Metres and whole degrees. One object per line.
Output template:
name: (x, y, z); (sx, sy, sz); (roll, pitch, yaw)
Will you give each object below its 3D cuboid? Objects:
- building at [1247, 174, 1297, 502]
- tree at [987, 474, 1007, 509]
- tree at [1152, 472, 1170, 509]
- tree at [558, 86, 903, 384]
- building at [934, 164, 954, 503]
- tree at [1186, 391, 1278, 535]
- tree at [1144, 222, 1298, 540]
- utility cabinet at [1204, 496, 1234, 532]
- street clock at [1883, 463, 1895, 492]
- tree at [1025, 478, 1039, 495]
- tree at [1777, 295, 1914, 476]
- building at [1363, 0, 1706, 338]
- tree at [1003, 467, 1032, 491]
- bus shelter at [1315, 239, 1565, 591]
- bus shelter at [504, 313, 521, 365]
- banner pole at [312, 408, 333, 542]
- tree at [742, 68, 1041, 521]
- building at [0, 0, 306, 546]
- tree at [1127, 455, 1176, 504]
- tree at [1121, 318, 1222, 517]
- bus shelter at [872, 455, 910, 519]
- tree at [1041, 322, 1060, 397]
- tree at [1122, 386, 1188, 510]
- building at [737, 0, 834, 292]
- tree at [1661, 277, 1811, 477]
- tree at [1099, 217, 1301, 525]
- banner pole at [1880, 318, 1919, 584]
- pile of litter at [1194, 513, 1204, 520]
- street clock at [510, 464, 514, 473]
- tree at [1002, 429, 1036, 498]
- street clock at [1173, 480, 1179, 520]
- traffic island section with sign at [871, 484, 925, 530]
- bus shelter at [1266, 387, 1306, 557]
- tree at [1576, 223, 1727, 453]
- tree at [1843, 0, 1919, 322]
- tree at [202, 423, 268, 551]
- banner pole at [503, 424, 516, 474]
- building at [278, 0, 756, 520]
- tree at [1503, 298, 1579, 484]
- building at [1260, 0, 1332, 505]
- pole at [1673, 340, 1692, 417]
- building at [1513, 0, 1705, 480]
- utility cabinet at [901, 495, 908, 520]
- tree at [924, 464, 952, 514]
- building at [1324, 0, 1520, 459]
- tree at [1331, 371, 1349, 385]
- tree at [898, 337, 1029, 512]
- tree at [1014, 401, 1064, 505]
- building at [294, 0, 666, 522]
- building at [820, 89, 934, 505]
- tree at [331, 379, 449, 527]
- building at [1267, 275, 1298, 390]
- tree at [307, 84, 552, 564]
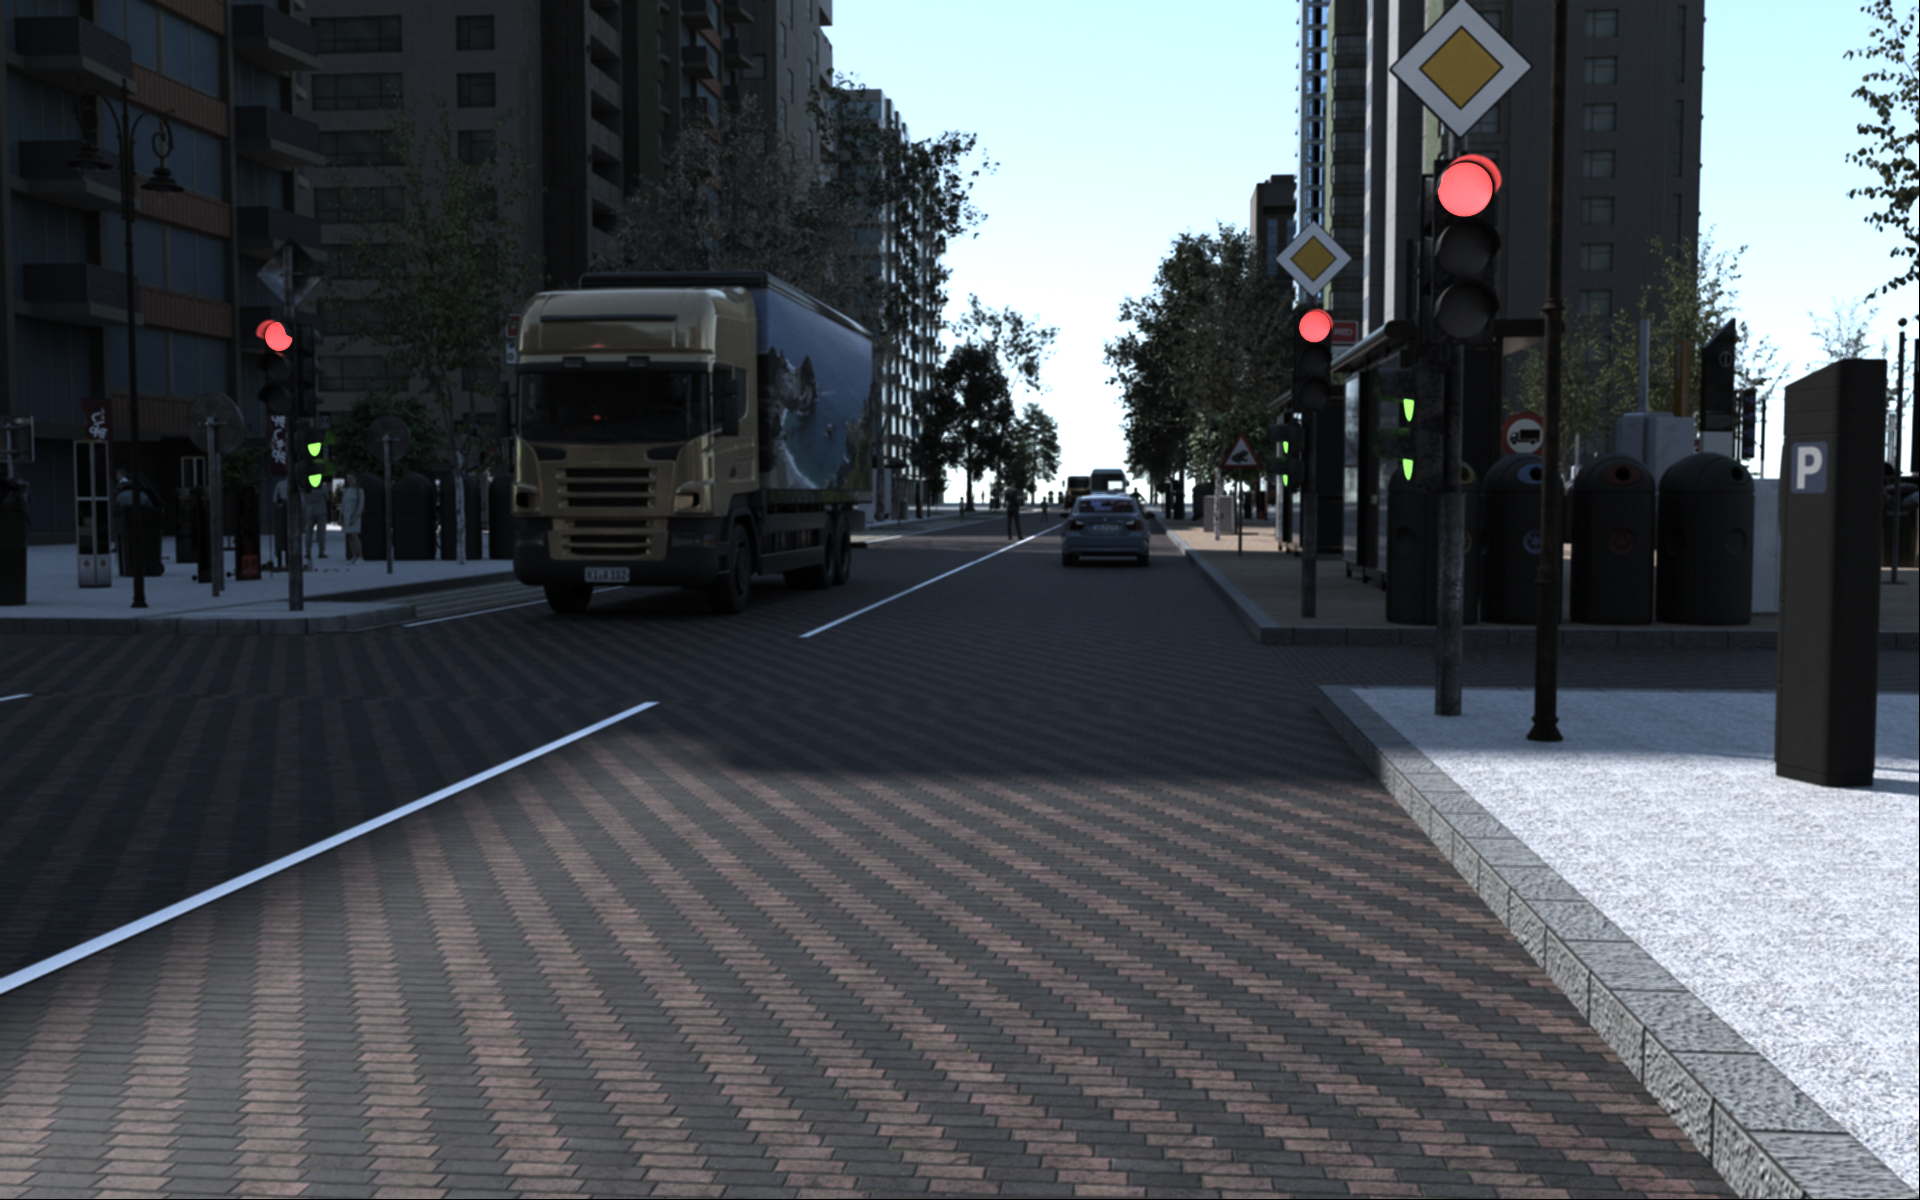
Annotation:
building: (47.705, -36.194, 241.879); (14.600, 45.320, 14.200); (0, 4, 6)
tree: (3.358, -9.376, 147.903); (1.663, 3.219, 1.824); (0, 3, 0)
tree: (17.480, -9.477, 149.542); (1.663, 3.219, 1.824); (0, 3, 0)
tree: (-6.978, -8.715, 52.862); (12.009, 13.543, 11.850); (0, 3, 0)
building: (-13.512, -37.838, 238.261); (23.786, 49.044, 30.456); (0, 4, 6)
tree: (8.807, -4.365, 55.084); (4.285, 4.588, 4.351); (0, 3, 0)
tree: (7.327, -5.976, 48.067); (4.360, 8.622, 3.978); (0, 3, 0)
utility cabinet: (8.699, -2.877, 58.194); (1.020, 1.237, 0.306); (3, 4, 36)
street clock: (21.173, -2.156, 39.821); (0.471, 2.002, 0.358); (1, 4, 14)
tree: (8.141, -12.287, 195.493); (1.663, 3.219, 1.824); (0, 3, 0)
tree: (32.940, -6.927, 63.622); (4.360, 8.622, 3.978); (0, 3, 0)
building: (39.416, -35.474, 122.000); (21.231, 58.520, 28.212); (0, 4, 6)
tree: (6.010, -12.151, 182.378); (4.285, 4.588, 4.351); (0, 3, 0)
bus shelter: (6.610, -2.901, 25.066); (2.179, 5.291, 8.768); (0, 4, 6)
bus shelter: (-8.747, -3.881, 41.084); (2.179, 5.291, 8.768); (0, 4, 6)
banner pole: (-16.981, -3.431, 46.120); (0.863, 3.779, 0.401); (2, 4, 32)
tree: (-5.057, -13.706, 79.981); (12.611, 20.169, 13.585); (0, 3, 0)
building: (-31.932, -24.083, 48.385); (22.147, 44.769, 28.867); (0, 4, 6)
tree: (24.657, -17.453, 219.769); (7.601, 10.594, 8.767); (-1, 4, -18)
tree: (12.768, -10.989, 97.792); (7.486, 12.596, 7.792); (0, 3, 0)
bus shelter: (-3.991, -6.002, 92.058); (2.014, 3.302, 5.546); (0, 4, 6)
tree: (3.249, -18.714, 161.865); (12.611, 20.169, 13.585); (0, 3, 0)
tree: (17.345, -13.225, 141.977); (9.928, 11.665, 9.643); (0, 3, 0)
building: (-25.166, -33.582, 138.300); (28.713, 52.752, 27.495); (0, 4, 6)
tree: (25.360, -6.588, 58.080); (4.360, 8.622, 3.978); (0, 3, 0)
tree: (10.608, -9.498, 72.305); (9.611, 12.733, 9.660); (0, 3, 0)
banner pole: (13.541, -2.110, 24.518); (0.863, 3.779, 0.401); (3, 5, 40)
pile of litter: (12.475, -4.493, 87.420); (1.719, 0.858, 1.176); (-2, 4, -31)
street clock: (-10.451, -2.239, 41.171); (0.471, 2.002, 0.358); (3, 4, 38)
tree: (6.215, -14.472, 186.985); (4.737, 8.622, 4.395); (0, 3, 0)
street clock: (10.847, -5.049, 87.113); (0.358, 2.002, 0.471); (0, 4, -3)
traffic island section with sign: (-2.414, -3.676, 68.731); (1.989, 1.847, 2.006); (0, 4, 6)
bus shelter: (7.859, -3.663, 37.522); (2.179, 5.291, 8.768); (0, 4, 5)
tree: (19.763, -5.964, 47.866); (4.737, 8.622, 4.395); (0, 3, 0)
tree: (12.667, -4.324, 21.054); (4.737, 8.622, 4.395); (0, 3, 0)
tree: (-16.725, -2.743, 39.447); (1.663, 3.219, 1.824); (0, 3, 0)
banner pole: (-14.119, -3.944, 54.494); (0.863, 3.779, 0.401); (1, 4, 17)
building: (-25.473, -27.866, 110.235); (22.147, 44.769, 28.867); (0, 4, 6)
tree: (23.224, -7.066, 65.898); (4.737, 8.622, 4.395); (0, 3, 0)
building: (48.123, -54.477, 203.374); (22.319, 86.520, 31.000); (0, 4, 6)
pole: (9.571, -1.785, 23.025); (0.158, 3.312, 0.155); (0, 3, 0)
building: (34.202, -25.568, 101.637); (14.154, 41.232, 14.086); (0, 4, 6)
utility cabinet: (-2.889, -4.621, 86.710); (0.306, 1.237, 1.020); (-1, 4, -21)
tree: (-1.482, -7.055, 109.944); (1.663, 3.219, 1.824); (0, 3, 0)
building: (37.425, -28.216, 144.928); (14.154, 41.232, 14.086); (0, 4, 6)
tree: (19.656, -8.380, 87.370); (4.737, 8.622, 4.395); (0, 3, 0)
tree: (0.632, -12.818, 126.581); (9.611, 12.733, 9.660); (0, 3, 0)
tree: (9.257, -17.975, 212.011); (7.486, 12.596, 7.792); (0, 3, 0)
building: (-23.113, -19.141, 84.651); (14.160, 30.474, 14.107); (0, 4, 6)
building: (-16.991, -35.991, 208.057); (23.786, 49.044, 30.456); (0, 4, 6)
tree: (-16.256, -4.018, 49.413); (4.285, 4.588, 4.351); (0, 3, 0)
building: (46.780, -27.898, 227.839); (14.160, 30.474, 14.107); (0, 4, 6)
tree: (-9.210, -4.941, 31.140); (4.737, 8.622, 4.395); (0, 3, 0)
